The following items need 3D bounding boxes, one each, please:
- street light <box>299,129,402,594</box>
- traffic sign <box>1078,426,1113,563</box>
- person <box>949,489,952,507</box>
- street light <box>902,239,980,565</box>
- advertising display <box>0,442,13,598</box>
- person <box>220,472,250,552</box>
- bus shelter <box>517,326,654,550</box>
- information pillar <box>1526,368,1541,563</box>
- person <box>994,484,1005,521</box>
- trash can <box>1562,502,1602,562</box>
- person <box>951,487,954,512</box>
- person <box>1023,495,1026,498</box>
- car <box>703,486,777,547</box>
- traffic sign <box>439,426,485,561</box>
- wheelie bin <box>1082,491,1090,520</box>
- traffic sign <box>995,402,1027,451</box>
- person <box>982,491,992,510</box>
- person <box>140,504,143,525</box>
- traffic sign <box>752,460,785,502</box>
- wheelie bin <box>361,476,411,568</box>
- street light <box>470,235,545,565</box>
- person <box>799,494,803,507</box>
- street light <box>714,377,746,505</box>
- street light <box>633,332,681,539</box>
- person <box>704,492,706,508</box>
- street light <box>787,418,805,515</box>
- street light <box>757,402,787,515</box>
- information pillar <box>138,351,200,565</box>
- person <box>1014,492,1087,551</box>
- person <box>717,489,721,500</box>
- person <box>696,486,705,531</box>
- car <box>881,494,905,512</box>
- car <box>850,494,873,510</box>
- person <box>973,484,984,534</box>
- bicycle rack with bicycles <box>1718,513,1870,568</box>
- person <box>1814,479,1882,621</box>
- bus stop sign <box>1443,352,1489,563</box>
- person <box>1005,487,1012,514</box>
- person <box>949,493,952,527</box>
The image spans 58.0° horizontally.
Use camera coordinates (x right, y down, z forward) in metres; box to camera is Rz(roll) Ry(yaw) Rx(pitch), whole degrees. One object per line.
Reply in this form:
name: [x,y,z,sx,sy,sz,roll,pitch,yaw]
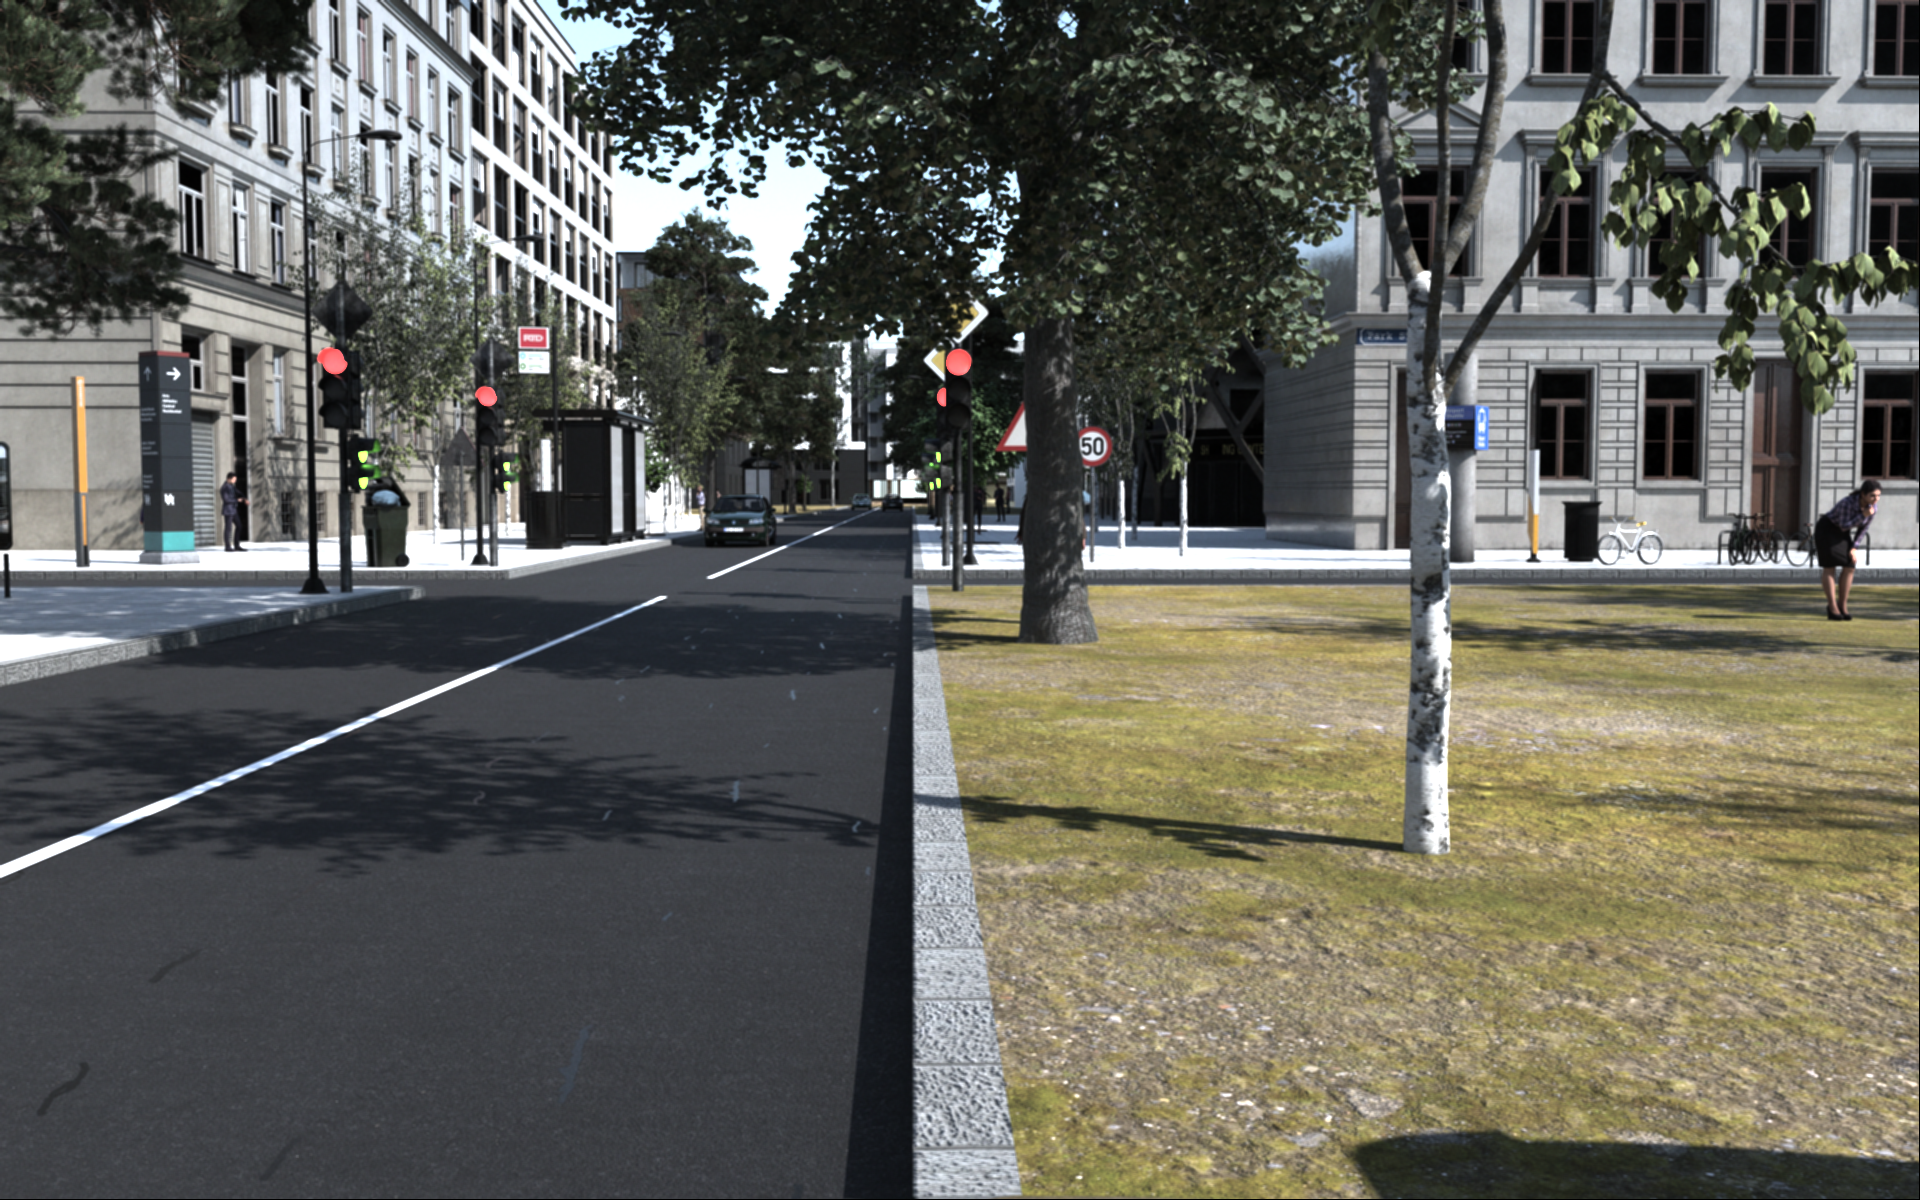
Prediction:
street light: [-7.808,-3.038,22.218,1.470,5.913,1.316,0,4,-2]
traffic sign: [2.473,-1.973,32.360,0.768,2.556,0.104,0,4,6]
person: [-0.949,-10.475,177.319,0.705,1.823,1.348,2,4,24]
street light: [-0.366,-3.587,31.195,1.470,5.913,1.316,0,4,-2]
advertising display: [-12.058,-0.970,21.069,0.123,1.923,0.974,2,4,35]
person: [-16.051,-1.953,38.431,0.568,1.767,0.683,0,4,-2]
bus shelter: [-9.534,-4.066,44.106,2.179,5.291,8.768,0,4,-2]
information pillar: [10.794,-2.520,32.549,0.183,3.616,0.504,0,4,5]
person: [1.829,-4.565,81.130,0.683,1.767,0.568,2,4,31]
trash can: [11.793,-1.298,32.870,0.748,1.137,0.748,0,3,0]
person: [-0.433,-7.270,125.047,0.705,1.807,1.348,2,4,33]
person: [4.829,-6.744,117.018,1.217,1.735,0.721,1,4,10]
car: [-6.098,-2.354,48.280,2.009,1.686,4.222,0,4,-1]
traffic sign: [-9.558,-2.032,33.223,0.884,2.594,0.081,0,4,0]
wheelie bin: [2.023,-1.521,32.778,0.980,1.594,0.693,-1,4,-8]
traffic sign: [0.882,-1.320,21.585,0.884,2.594,0.081,0,3,0]
person: [1.948,-8.054,138.553,1.217,1.723,0.721,1,4,22]
person: [-16.874,-1.691,36.065,0.546,1.535,0.453,2,4,25]
traffic sign: [-11.676,-6.769,104.550,2.265,3.308,0.079,0,4,4]
wheelie bin: [-10.074,-1.374,30.367,0.693,1.594,0.980,-3,5,-44]
street light: [-8.140,-3.586,31.171,1.470,5.913,1.316,0,4,-2]
person: [-14.963,-9.745,165.330,0.705,1.831,1.348,-2,4,-30]
street light: [-9.158,-5.879,68.666,1.470,5.913,1.316,0,4,-2]
street light: [-8.667,-4.716,49.655,1.470,5.913,1.316,0,4,-2]
person: [-17.762,-7.120,122.982,0.750,1.759,0.617,-3,5,-42]
street light: [-10.132,-8.137,105.575,1.470,5.913,1.316,0,4,-2]
street light: [-9.649,-7.015,87.230,1.470,5.913,1.316,0,4,-2]
information pillar: [-14.513,-2.588,31.695,0.750,3.857,0.750,2,4,35]
person: [0.920,-0.647,17.177,0.434,1.755,0.990,-3,4,-37]
person: [-20.336,-8.499,145.703,0.721,1.736,1.217,-3,5,-40]
person: [-9.074,-3.202,60.455,0.319,1.574,0.516,0,4,-3]
car: [-5.551,-8.130,142.713,2.009,1.686,4.222,0,4,-2]
car: [-8.877,-8.823,156.061,2.131,1.459,4.920,0,4,-3]
person: [0.493,-2.902,54.958,0.593,1.643,0.415,-3,4,-38]
bicycle rack with bicycles: [14.876,-1.100,31.363,2.925,0.926,2.852,-2,4,-31]
person: [8.962,-0.500,17.458,0.421,1.427,0.697,-1,4,-19]
bus stop sign: [9.355,-2.657,32.459,0.837,3.901,0.837,2,4,34]
person: [3.111,-6.576,114.279,0.721,1.743,1.217,1,4,11]
person: [-0.493,-3.614,67.201,0.319,1.574,0.516,2,4,34]
